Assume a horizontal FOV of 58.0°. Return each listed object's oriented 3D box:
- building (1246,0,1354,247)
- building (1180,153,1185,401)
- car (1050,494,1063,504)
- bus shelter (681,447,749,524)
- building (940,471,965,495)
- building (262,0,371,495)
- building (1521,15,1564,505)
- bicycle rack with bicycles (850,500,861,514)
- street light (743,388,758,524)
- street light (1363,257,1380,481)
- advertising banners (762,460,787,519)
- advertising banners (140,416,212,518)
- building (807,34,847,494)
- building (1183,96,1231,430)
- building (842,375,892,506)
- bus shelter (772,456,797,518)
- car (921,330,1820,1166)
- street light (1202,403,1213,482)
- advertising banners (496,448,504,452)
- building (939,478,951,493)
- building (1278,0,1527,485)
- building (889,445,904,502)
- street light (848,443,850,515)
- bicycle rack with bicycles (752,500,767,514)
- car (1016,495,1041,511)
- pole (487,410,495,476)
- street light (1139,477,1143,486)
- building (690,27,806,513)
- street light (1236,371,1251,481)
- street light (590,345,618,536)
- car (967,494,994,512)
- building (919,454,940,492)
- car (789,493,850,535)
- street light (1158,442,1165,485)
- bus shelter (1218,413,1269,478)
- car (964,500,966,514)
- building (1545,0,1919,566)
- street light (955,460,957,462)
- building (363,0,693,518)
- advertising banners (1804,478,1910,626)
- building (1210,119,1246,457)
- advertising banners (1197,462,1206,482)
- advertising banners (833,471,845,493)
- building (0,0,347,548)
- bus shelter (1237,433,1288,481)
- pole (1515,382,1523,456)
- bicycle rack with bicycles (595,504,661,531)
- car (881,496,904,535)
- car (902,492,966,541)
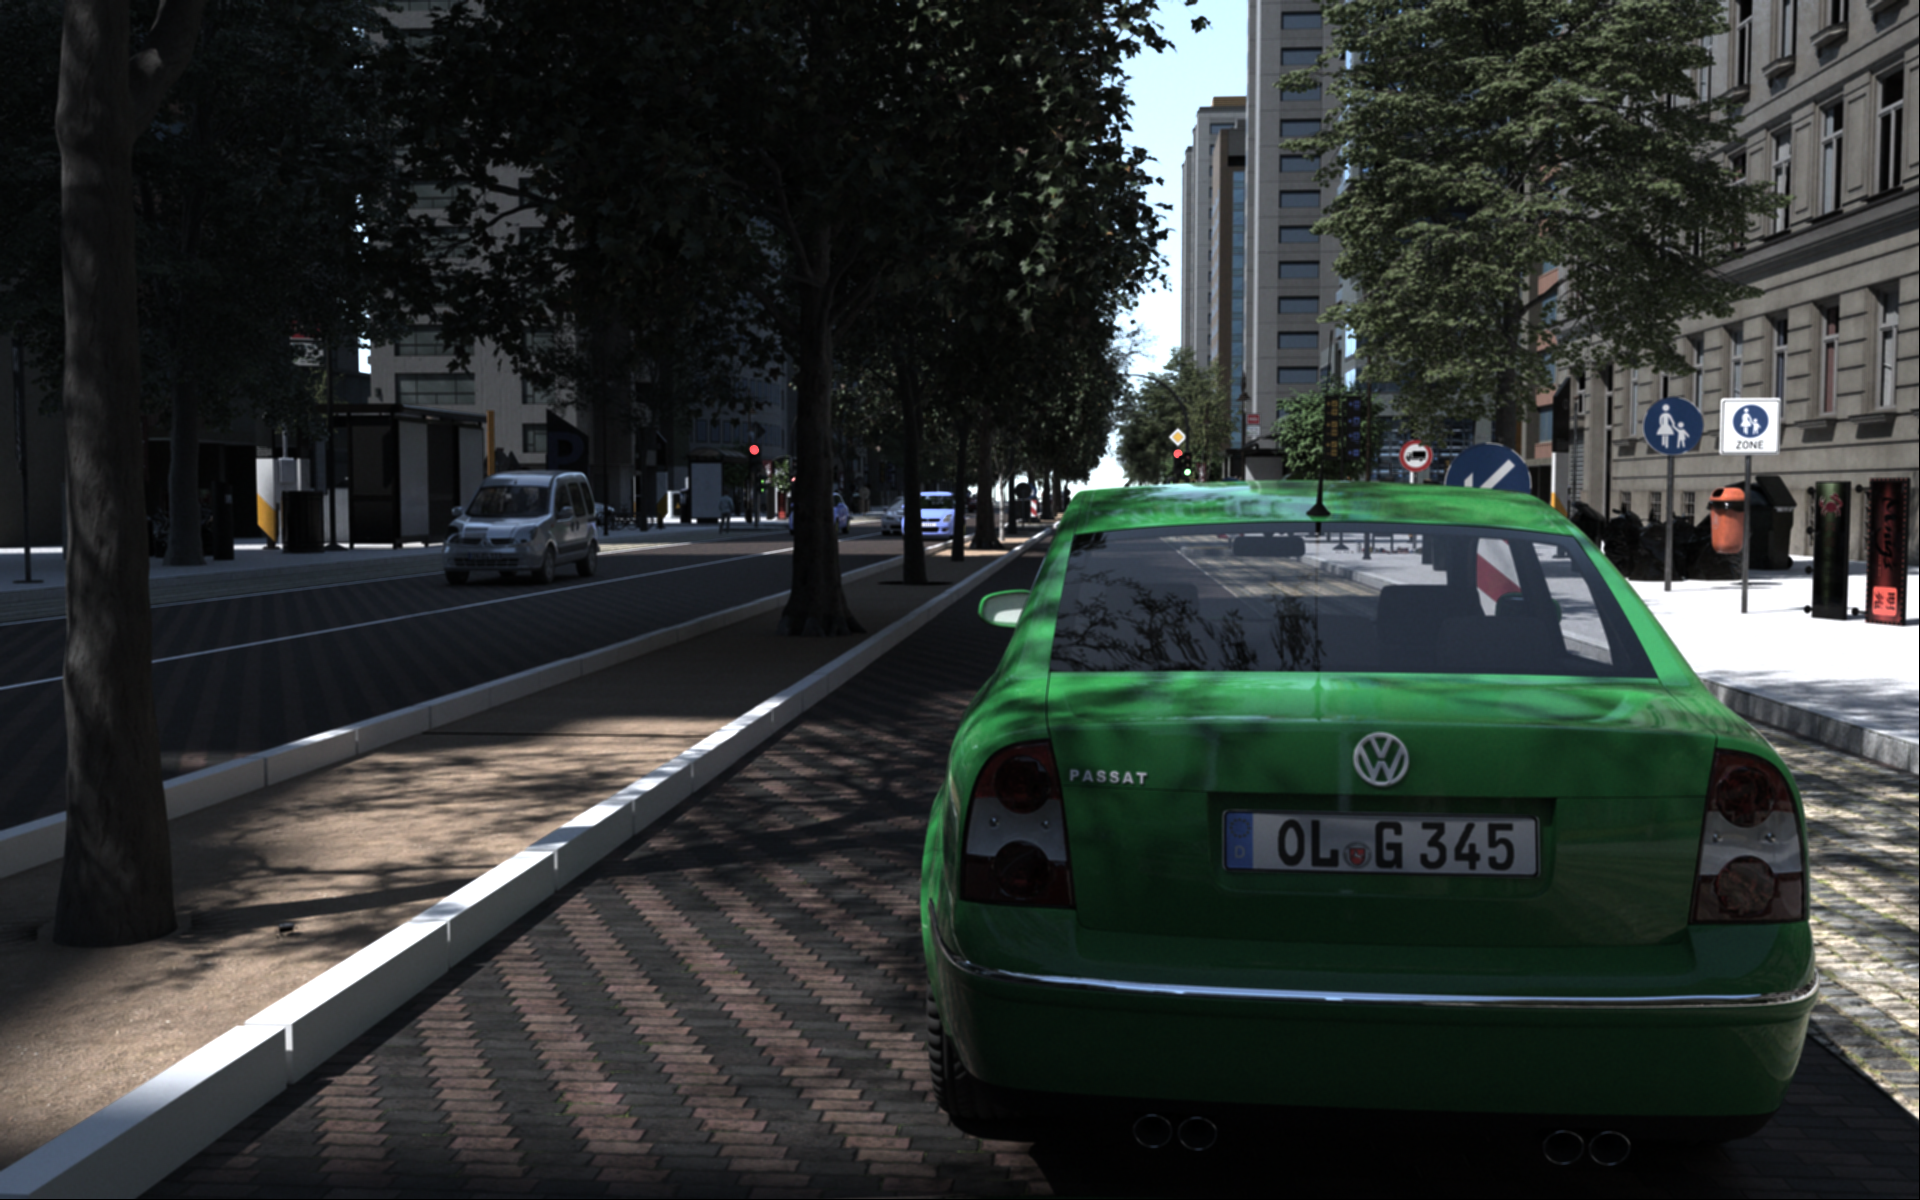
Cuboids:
[{"bbox_3d":[37.210,-37.883,161.384,21.231,58.520,28.212,0,4,5],"label":"building"},{"bbox_3d":[47.624,-45.798,290.801,21.231,58.520,28.212,0,4,5],"label":"building"},{"bbox_3d":[11.582,-12.347,210.919,2.155,1.783,4.494,0,4,3],"label":"car"},{"bbox_3d":[-10.776,-5.099,77.285,2.014,3.302,5.546,0,4,5],"label":"bus shelter"},{"bbox_3d":[-13.315,-27.356,292.315,27.650,21.520,28.899,0,4,5],"label":"building"},{"bbox_3d":[-50.435,-31.114,97.952,27.495,52.752,28.713,0,4,5],"label":"building"},{"bbox_3d":[42.959,-26.561,88.897,28.867,44.769,22.147,0,4,5],"label":"building"},{"bbox_3d":[-7.223,-5.931,110.353,2.852,0.926,2.925,1,4,10],"label":"bicycle rack with bicycles"},{"bbox_3d":[-9.139,-6.267,75.248,0.468,5.910,1.993,0,4,5],"label":"street light"},{"bbox_3d":[7.988,-3.733,33.828,0.468,5.910,1.993,0,4,5],"label":"street light"},{"bbox_3d":[-9.090,-5.658,88.693,2.074,3.025,0.090,0,4,-3],"label":"advertising banners"},{"bbox_3d":[-17.789,-2.626,39.123,0.090,3.025,2.074,3,5,43],"label":"advertising banners"},{"bbox_3d":[-18.287,-31.043,157.665,14.600,45.320,14.200,0,4,5],"label":"building"},{"bbox_3d":[45.659,-44.080,262.707,21.231,58.520,28.212,0,4,5],"label":"building"},{"bbox_3d":[-22.642,-20.507,180.331,27.650,21.520,28.899,0,4,5],"label":"building"},{"bbox_3d":[-8.923,-6.108,93.782,2.014,3.302,5.546,0,4,5],"label":"bus shelter"},{"bbox_3d":[0.970,0.216,5.259,1.959,1.807,4.718,0,4,6],"label":"car"},{"bbox_3d":[12.313,-6.953,86.465,0.468,5.910,1.993,0,4,5],"label":"street light"},{"bbox_3d":[-17.606,-4.193,64.742,0.090,3.025,2.074,1,4,18],"label":"advertising banners"},{"bbox_3d":[-11.972,-50.621,265.896,20.563,71.187,20.611,0,4,5],"label":"building"},{"bbox_3d":[36.840,-49.894,128.431,22.319,86.520,31.000,0,4,5],"label":"building"},{"bbox_3d":[-13.983,-31.622,200.608,14.154,41.232,14.086,0,4,5],"label":"building"},{"bbox_3d":[-6.779,-8.118,105.511,0.468,5.910,1.993,0,4,5],"label":"street light"},{"bbox_3d":[-12.102,-6.065,112.543,2.925,0.926,2.852,1,4,16],"label":"bicycle rack with bicycles"},{"bbox_3d":[5.773,-8.357,145.672,2.155,1.783,4.494,0,4,3],"label":"car"},{"bbox_3d":[-11.455,-2.967,42.347,0.158,3.312,0.155,0,3,0],"label":"pole"},{"bbox_3d":[25.381,-16.633,244.736,0.468,5.910,1.993,0,4,5],"label":"street light"},{"bbox_3d":[-23.741,-35.636,124.643,21.231,58.520,28.212,0,4,5],"label":"building"},{"bbox_3d":[10.612,-5.638,64.961,0.468,5.910,1.993,0,4,5],"label":"street light"},{"bbox_3d":[-10.974,-4.937,53.501,0.468,5.910,1.993,0,4,5],"label":"street light"},{"bbox_3d":[1.623,-7.775,136.154,2.155,1.783,4.494,0,4,4],"label":"car"},{"bbox_3d":[-10.602,-29.232,249.642,14.160,30.474,14.107,0,4,5],"label":"building"},{"bbox_3d":[-5.009,-3.192,61.781,1.945,1.707,3.694,0,4,6],"label":"car"},{"bbox_3d":[17.435,-10.706,147.827,0.468,5.910,1.993,0,4,5],"label":"street light"},{"bbox_3d":[13.675,-6.500,83.913,2.179,5.291,8.768,0,4,5],"label":"bus shelter"},{"bbox_3d":[-0.639,-6.253,114.033,2.131,1.459,4.920,0,4,3],"label":"car"},{"bbox_3d":[25.167,-12.669,40.416,16.112,22.955,30.059,0,4,5],"label":"building"},{"bbox_3d":[-0.335,-12.889,183.519,0.468,5.910,1.993,0,4,5],"label":"street light"},{"bbox_3d":[-23.445,-19.851,96.271,14.160,30.474,14.107,0,4,5],"label":"building"},{"bbox_3d":[9.105,-1.272,16.991,0.090,3.025,2.074,-1,4,-14],"label":"advertising banners"},{"bbox_3d":[37.451,-34.077,207.271,14.600,45.320,14.200,0,4,5],"label":"building"},{"bbox_3d":[14.119,-6.097,95.877,2.074,3.025,0.090,0,4,6],"label":"advertising banners"},{"bbox_3d":[-9.829,-8.409,133.676,2.074,3.025,0.090,-1,4,-19],"label":"advertising banners"},{"bbox_3d":[-34.093,-24.019,47.338,28.867,44.769,22.147,0,4,5],"label":"building"},{"bbox_3d":[10.729,-4.017,59.596,2.014,3.302,5.546,0,4,5],"label":"bus shelter"},{"bbox_3d":[10.149,-2.314,31.679,0.158,3.312,0.155,0,3,0],"label":"pole"},{"bbox_3d":[-12.040,-2.966,61.880,2.925,0.926,2.852,-2,4,-29],"label":"bicycle rack with bicycles"},{"bbox_3d":[-1.659,-3.021,61.757,2.083,1.381,4.827,0,4,5],"label":"car"},{"bbox_3d":[-0.801,-2.723,54.118,1.945,1.707,3.694,0,4,6],"label":"car"}]
